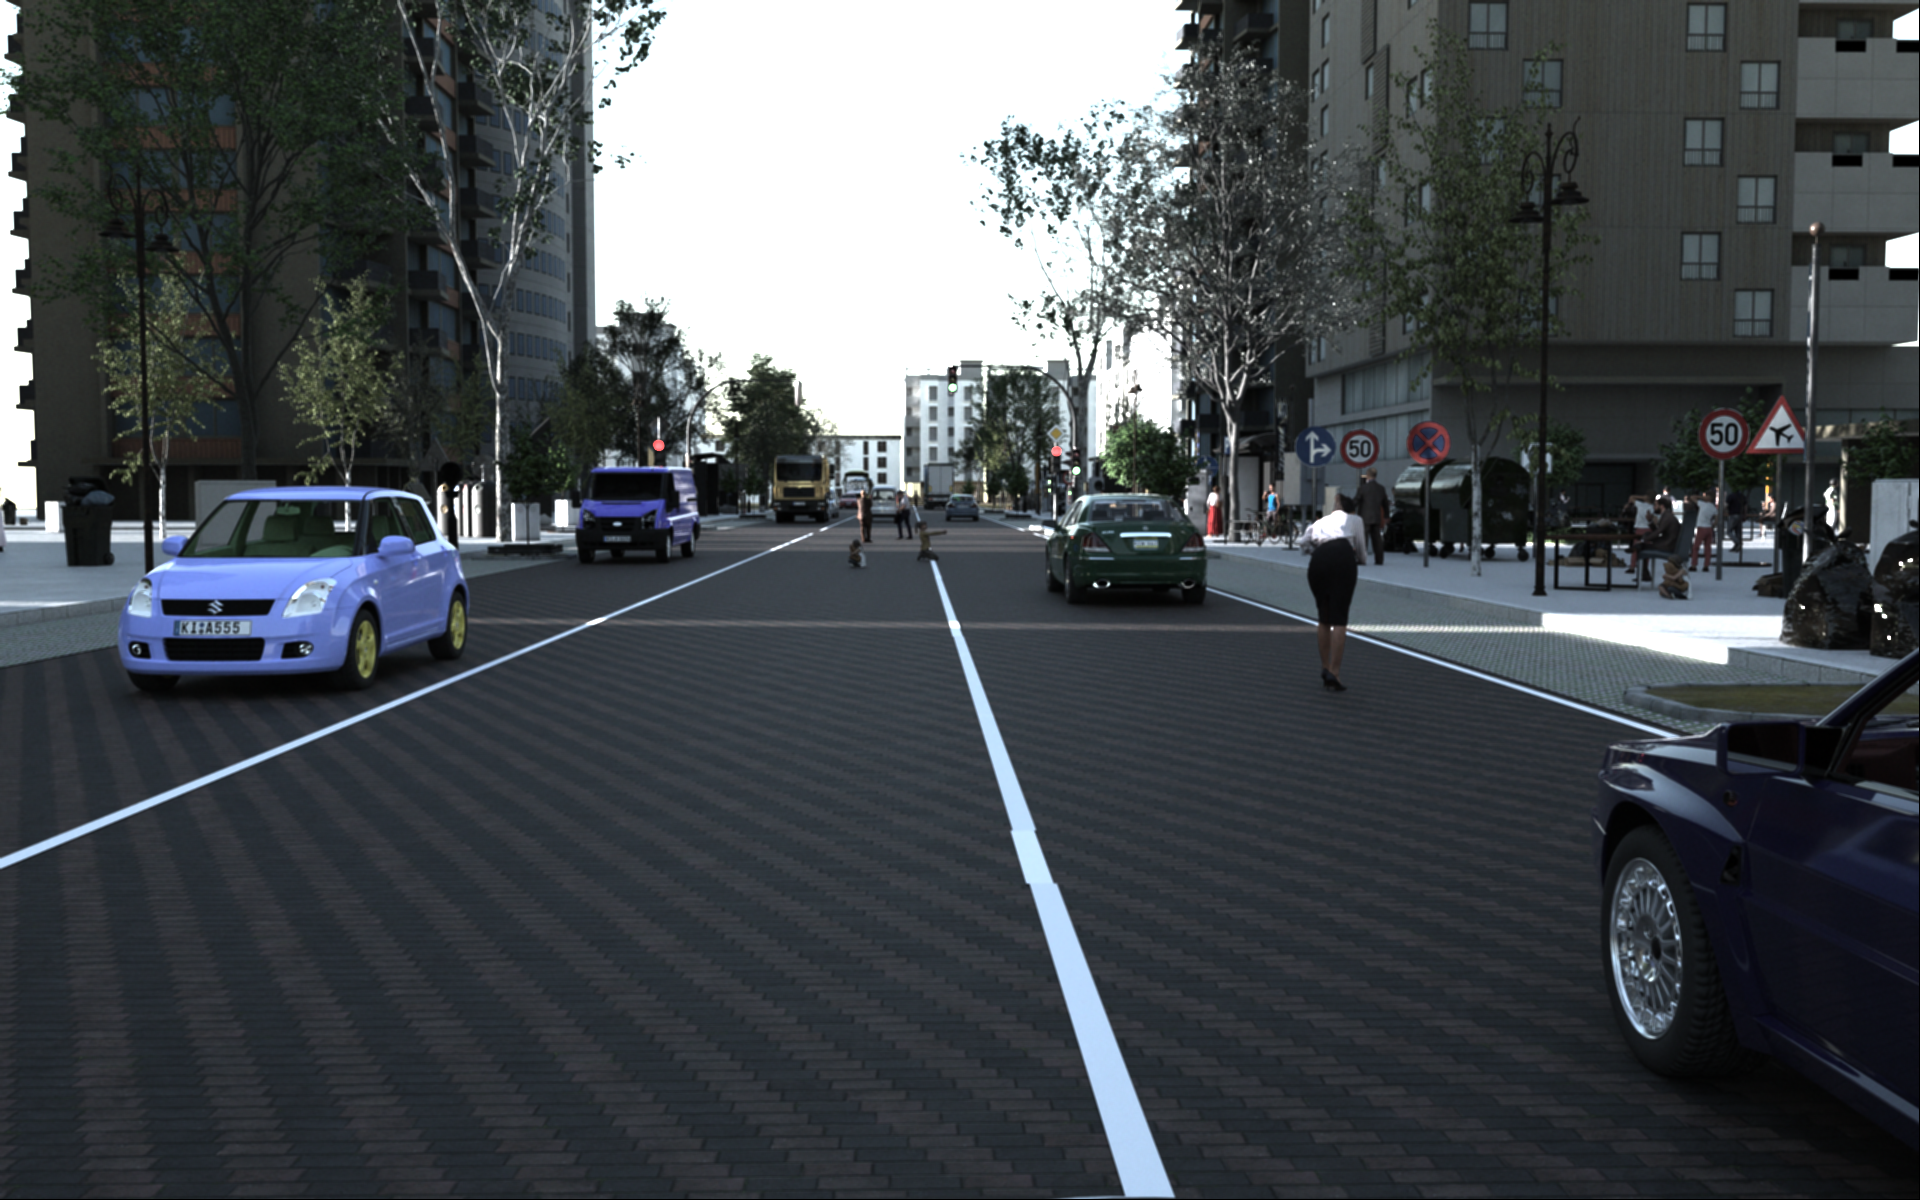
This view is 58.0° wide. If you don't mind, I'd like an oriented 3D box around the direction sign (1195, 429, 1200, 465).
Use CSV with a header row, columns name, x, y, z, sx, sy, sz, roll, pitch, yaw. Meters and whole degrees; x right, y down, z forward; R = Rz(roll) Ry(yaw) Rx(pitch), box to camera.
name,x,y,z,sx,sy,sz,roll,pitch,yaw
direction sign,8.282,-4.187,60.448,0.379,3.537,0.876,0,3,0

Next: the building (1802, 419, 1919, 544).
name,x,y,z,sx,sy,sz,roll,pitch,yaw
building,32.816,-23.045,31.409,22.147,44.769,28.867,0,4,-2

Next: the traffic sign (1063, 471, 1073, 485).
name,x,y,z,sx,sy,sz,roll,pitch,yaw
traffic sign,5.974,-5.769,94.435,0.768,2.556,0.104,0,4,1

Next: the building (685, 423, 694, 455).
name,x,y,z,sx,sy,sz,roll,pitch,yaw
building,-45.478,-15.840,201.133,28.070,9.664,9.099,0,4,-2

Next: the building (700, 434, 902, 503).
name,x,y,z,sx,sy,sz,roll,pitch,yaw
building,-22.309,-18.580,245.931,28.070,9.664,9.099,0,4,-2

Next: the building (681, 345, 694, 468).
name,x,y,z,sx,sy,sz,roll,pitch,yaw
building,-38.218,-20.376,189.563,16.016,20.091,11.380,0,4,-2

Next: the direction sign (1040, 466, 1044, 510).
name,x,y,z,sx,sy,sz,roll,pitch,yaw
direction sign,6.527,-8.950,138.336,0.876,3.537,0.379,0,4,-3

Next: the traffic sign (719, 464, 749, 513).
name,x,y,z,sx,sy,sz,roll,pitch,yaw
traffic sign,-15.242,-7.467,115.966,2.265,3.308,0.079,0,4,2

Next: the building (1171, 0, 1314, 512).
name,x,y,z,sx,sy,sz,roll,pitch,yaw
building,27.795,-29.080,130.074,22.147,44.769,28.867,0,4,-2

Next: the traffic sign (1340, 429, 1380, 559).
name,x,y,z,sx,sy,sz,roll,pitch,yaw
traffic sign,7.846,-2.077,34.064,0.768,2.556,0.104,0,4,6

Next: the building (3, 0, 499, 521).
name,x,y,z,sx,sy,sz,roll,pitch,yaw
building,-38.462,-26.959,95.411,22.147,44.769,28.867,0,4,-2

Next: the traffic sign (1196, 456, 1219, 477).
name,x,y,z,sx,sy,sz,roll,pitch,yaw
traffic sign,8.183,-3.509,57.471,0.768,2.556,0.104,0,4,8

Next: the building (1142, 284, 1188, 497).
name,x,y,z,sx,sy,sz,roll,pitch,yaw
building,25.727,-18.483,158.617,16.016,20.091,11.380,0,4,-2

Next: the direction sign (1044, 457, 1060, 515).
name,x,y,z,sx,sy,sz,roll,pitch,yaw
direction sign,5.712,-6.920,105.132,0.876,3.537,0.379,3,5,39

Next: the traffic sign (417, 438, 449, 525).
name,x,y,z,sx,sy,sz,roll,pitch,yaw
traffic sign,-12.164,-2.457,40.178,0.884,2.594,0.081,0,4,5

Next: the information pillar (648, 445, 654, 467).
name,x,y,z,sx,sy,sz,roll,pitch,yaw
information pillar,-14.783,-5.614,83.147,0.504,3.616,0.183,3,4,36

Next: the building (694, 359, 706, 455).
name,x,y,z,sx,sy,sz,roll,pitch,yaw
building,-42.993,-24.012,249.009,11.380,20.091,16.016,0,4,-2

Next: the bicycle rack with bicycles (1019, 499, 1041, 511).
name,x,y,z,sx,sy,sz,roll,pitch,yaw
bicycle rack with bicycles,6.066,-7.451,135.206,2.925,0.926,2.852,-3,5,-40

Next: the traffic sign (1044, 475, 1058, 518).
name,x,y,z,sx,sy,sz,roll,pitch,yaw
traffic sign,4.850,-5.437,91.020,0.606,2.300,0.079,0,4,-1

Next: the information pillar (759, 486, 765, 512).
name,x,y,z,sx,sy,sz,roll,pitch,yaw
information pillar,-13.896,-7.162,121.595,0.304,2.012,0.304,-3,5,-42

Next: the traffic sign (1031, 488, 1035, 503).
name,x,y,z,sx,sy,sz,roll,pitch,yaw
traffic sign,6.161,-8.642,143.425,0.606,2.300,0.079,0,4,2

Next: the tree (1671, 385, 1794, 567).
name,x,y,z,sx,sy,sz,roll,pitch,yaw
tree,14.018,-2.210,30.742,1.663,3.219,1.824,0,3,0

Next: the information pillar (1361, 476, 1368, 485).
name,x,y,z,sx,sy,sz,roll,pitch,yaw
information pillar,16.326,-4.002,69.918,0.304,2.012,0.304,2,4,24

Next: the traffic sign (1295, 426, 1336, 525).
name,x,y,z,sx,sy,sz,roll,pitch,yaw
traffic sign,6.687,-1.992,32.672,0.768,2.556,0.104,0,4,4

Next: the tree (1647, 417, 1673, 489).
name,x,y,z,sx,sy,sz,roll,pitch,yaw
tree,15.133,-2.499,35.460,1.663,3.219,1.824,0,3,0

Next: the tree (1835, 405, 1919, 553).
name,x,y,z,sx,sy,sz,roll,pitch,yaw
tree,19.923,-2.634,37.668,1.663,3.219,1.824,0,3,0

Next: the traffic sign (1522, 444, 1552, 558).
name,x,y,z,sx,sy,sz,roll,pitch,yaw
traffic sign,11.523,-1.991,34.688,0.606,2.300,0.079,0,4,6

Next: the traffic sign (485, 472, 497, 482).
name,x,y,z,sx,sy,sz,roll,pitch,yaw
traffic sign,-16.415,-3.600,60.983,0.606,2.300,0.079,0,4,4

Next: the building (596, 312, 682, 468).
name,x,y,z,sx,sy,sz,roll,pitch,yaw
building,-37.775,-19.676,178.116,16.016,20.091,11.380,0,4,-2

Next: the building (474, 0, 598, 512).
name,x,y,z,sx,sy,sz,roll,pitch,yaw
building,-39.315,-35.600,124.067,21.231,58.520,28.212,0,4,-2

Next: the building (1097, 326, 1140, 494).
name,x,y,z,sx,sy,sz,roll,pitch,yaw
building,25.206,-19.874,191.405,16.747,18.905,31.486,0,4,-2

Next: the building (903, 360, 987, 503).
name,x,y,z,sx,sy,sz,roll,pitch,yaw
building,-2.493,-24.064,249.869,11.380,20.091,16.016,0,4,-2

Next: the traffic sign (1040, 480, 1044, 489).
name,x,y,z,sx,sy,sz,roll,pitch,yaw
traffic sign,5.866,-7.291,121.344,0.606,2.300,0.079,0,4,6

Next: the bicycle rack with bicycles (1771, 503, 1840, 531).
name,x,y,z,sx,sy,sz,roll,pitch,yaw
bicycle rack with bicycles,29.947,-2.908,60.920,2.852,0.926,2.925,3,5,42

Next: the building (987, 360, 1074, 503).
name,x,y,z,sx,sy,sz,roll,pitch,yaw
building,9.685,-24.059,249.788,11.380,20.091,16.016,0,4,-2

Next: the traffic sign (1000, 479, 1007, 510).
name,x,y,z,sx,sy,sz,roll,pitch,yaw
traffic sign,3.588,-8.511,139.258,0.768,2.556,0.104,0,4,1

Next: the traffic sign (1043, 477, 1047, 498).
name,x,y,z,sx,sy,sz,roll,pitch,yaw
traffic sign,6.247,-7.615,124.604,0.768,2.556,0.104,0,4,-1

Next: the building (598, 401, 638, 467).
name,x,y,z,sx,sy,sz,roll,pitch,yaw
building,-33.949,-13.254,158.849,9.099,9.664,28.070,0,4,-2

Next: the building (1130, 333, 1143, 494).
name,x,y,z,sx,sy,sz,roll,pitch,yaw
building,24.942,-19.177,169.958,16.016,20.091,11.380,0,4,-2

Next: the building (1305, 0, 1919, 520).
name,x,y,z,sx,sy,sz,roll,pitch,yaw
building,35.205,-30.975,95.682,27.495,52.752,28.713,0,4,-2

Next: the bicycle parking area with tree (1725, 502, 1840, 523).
name,x,y,z,sx,sy,sz,roll,pitch,yaw
bicycle parking area with tree,40.225,-5.606,78.660,9.016,4.147,8.231,0,4,2

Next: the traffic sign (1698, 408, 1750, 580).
name,x,y,z,sx,sy,sz,roll,pitch,yaw
traffic sign,11.339,-1.572,25.805,0.768,2.556,0.104,0,4,0

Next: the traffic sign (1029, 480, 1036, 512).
name,x,y,z,sx,sy,sz,roll,pitch,yaw
traffic sign,5.226,-7.466,124.203,0.606,2.300,0.079,0,4,5

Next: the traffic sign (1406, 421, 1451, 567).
name,x,y,z,sx,sy,sz,roll,pitch,yaw
traffic sign,8.195,-1.851,30.374,0.768,2.556,0.104,0,4,4

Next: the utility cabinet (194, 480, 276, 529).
name,x,y,z,sx,sy,sz,roll,pitch,yaw
utility cabinet,-11.589,-1.166,27.745,1.173,1.500,0.318,-3,4,-39

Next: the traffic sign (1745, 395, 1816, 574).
name,x,y,z,sx,sy,sz,roll,pitch,yaw
traffic sign,10.816,-1.400,22.893,0.884,2.594,0.081,0,4,6

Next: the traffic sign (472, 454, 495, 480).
name,x,y,z,sx,sy,sz,roll,pitch,yaw
traffic sign,-15.213,-3.379,55.359,0.768,2.556,0.104,0,4,0

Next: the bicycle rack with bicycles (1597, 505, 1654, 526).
name,x,y,z,sx,sy,sz,roll,pitch,yaw
bicycle rack with bicycles,22.892,-2.795,59.074,2.852,0.926,2.925,1,4,22

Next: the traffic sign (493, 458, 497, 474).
name,x,y,z,sx,sy,sz,roll,pitch,yaw
traffic sign,-14.293,-3.324,54.448,0.768,2.556,0.104,0,3,0

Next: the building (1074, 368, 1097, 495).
name,x,y,z,sx,sy,sz,roll,pitch,yaw
building,21.050,-24.102,250.488,11.380,20.091,16.016,0,4,-2
